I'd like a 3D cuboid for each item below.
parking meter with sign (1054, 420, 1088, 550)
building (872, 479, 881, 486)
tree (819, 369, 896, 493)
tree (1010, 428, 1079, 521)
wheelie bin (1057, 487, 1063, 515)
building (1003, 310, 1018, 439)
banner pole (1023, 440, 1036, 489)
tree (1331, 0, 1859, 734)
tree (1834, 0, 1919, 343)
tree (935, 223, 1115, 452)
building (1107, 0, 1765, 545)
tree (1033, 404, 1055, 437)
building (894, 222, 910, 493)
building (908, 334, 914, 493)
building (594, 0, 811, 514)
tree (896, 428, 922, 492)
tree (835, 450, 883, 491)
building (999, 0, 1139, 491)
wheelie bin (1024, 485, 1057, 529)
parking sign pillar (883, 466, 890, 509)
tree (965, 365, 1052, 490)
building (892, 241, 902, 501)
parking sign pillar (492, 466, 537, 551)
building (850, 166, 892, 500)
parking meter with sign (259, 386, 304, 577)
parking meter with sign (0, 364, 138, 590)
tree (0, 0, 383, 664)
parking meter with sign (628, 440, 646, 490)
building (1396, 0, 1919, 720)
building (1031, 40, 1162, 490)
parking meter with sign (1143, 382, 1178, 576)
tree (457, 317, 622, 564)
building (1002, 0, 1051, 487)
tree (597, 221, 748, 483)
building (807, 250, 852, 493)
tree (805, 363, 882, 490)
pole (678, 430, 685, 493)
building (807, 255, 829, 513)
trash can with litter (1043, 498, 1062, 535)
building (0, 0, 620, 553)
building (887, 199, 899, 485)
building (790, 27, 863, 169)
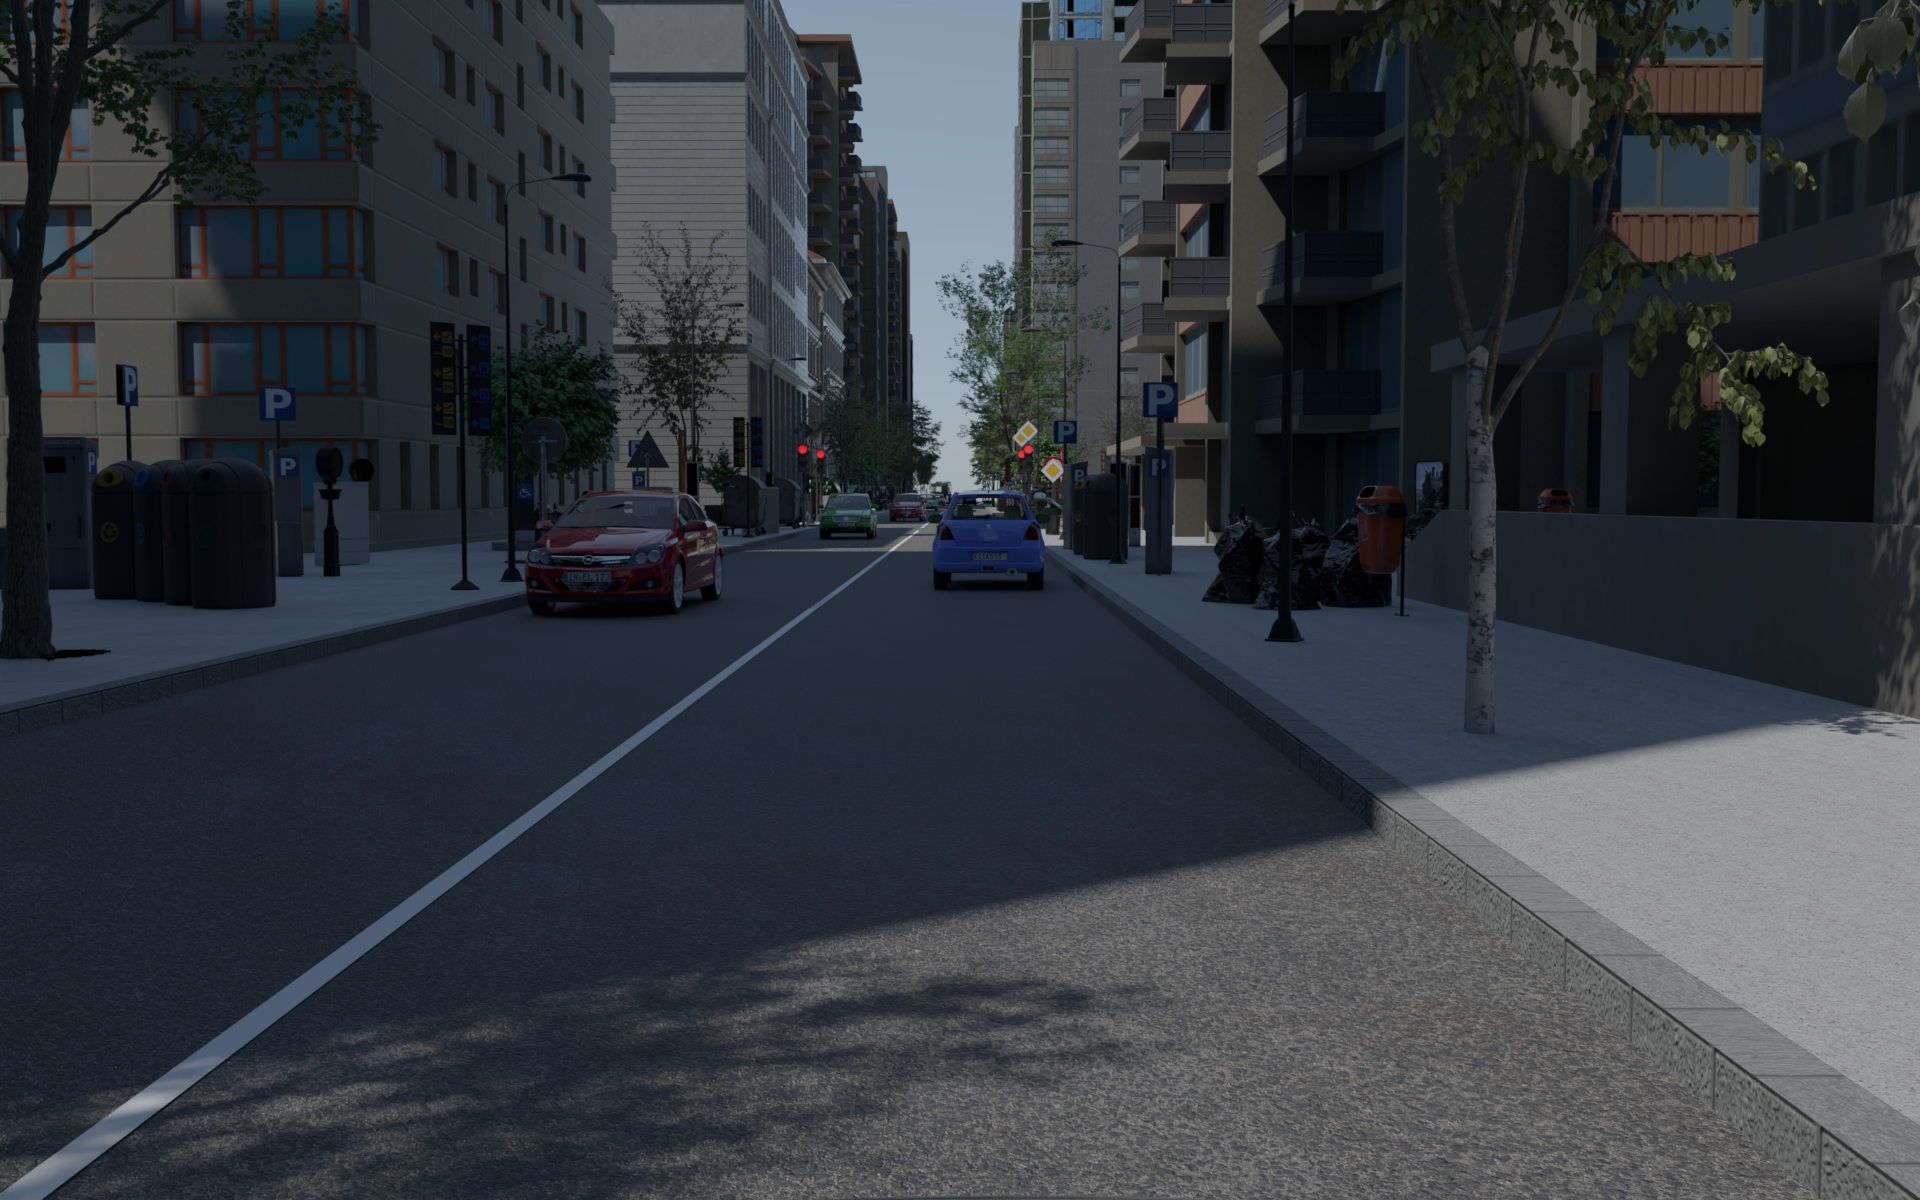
[{"bbox_3d":[2.661,-2.690,40.242,0.543,3.016,1.738,-1,4,-11],"label":"parking meter with sign"},{"bbox_3d":[-25.149,-30.514,190.792,32.217,40.220,23.993,0,4,0],"label":"building"},{"bbox_3d":[-6.667,-9.312,102.620,4.737,8.622,4.395,0,3,0],"label":"tree"},{"bbox_3d":[4.224,-6.109,83.603,4.285,4.588,4.351,0,3,0],"label":"tree"},{"bbox_3d":[3.926,-4.096,74.874,0.980,1.594,0.693,0,4,-7],"label":"wheelie bin"},{"bbox_3d":[13.721,-30.537,270.980,14.160,30.474,14.107,0,4,0],"label":"building"},{"bbox_3d":[3.249,-5.530,80.427,0.863,3.779,0.401,-1,4,-19],"label":"banner pole"},{"bbox_3d":[2.788,-3.576,8.833,4.737,8.622,4.395,0,3,0],"label":"tree"},{"bbox_3d":[2.710,-3.180,2.358,4.360,8.622,3.978,0,3,0],"label":"tree"},{"bbox_3d":[4.459,-16.272,121.934,12.611,20.169,13.585,0,3,0],"label":"tree"},{"bbox_3d":[16.026,-24.052,47.869,22.147,44.769,28.867,0,4,0],"label":"building"},{"bbox_3d":[7.424,-11.317,135.389,4.360,8.622,3.978,0,3,0],"label":"tree"},{"bbox_3d":[-15.343,-38.887,285.907,14.600,45.320,14.200,0,4,0],"label":"building"},{"bbox_3d":[-15.330,-32.369,300.932,14.160,30.474,14.107,0,4,0],"label":"building"},{"bbox_3d":[-14.770,-19.181,91.109,11.434,29.767,29.804,0,4,0],"label":"building"},{"bbox_3d":[-6.267,-11.512,138.581,4.737,8.622,4.395,0,3,0],"label":"tree"},{"bbox_3d":[-7.062,-8.401,121.062,4.285,4.588,4.351,0,3,0],"label":"tree"},{"bbox_3d":[18.020,-59.883,291.764,22.319,86.520,31.000,0,4,0],"label":"building"},{"bbox_3d":[2.904,-3.397,63.454,0.693,1.594,0.980,-2,4,-27],"label":"wheelie bin"},{"bbox_3d":[-6.181,-9.755,147.965,1.447,3.967,1.447,0,4,-1],"label":"parking sign pillar"},{"bbox_3d":[4.309,-14.195,150.221,7.486,12.596,7.792,0,3,0],"label":"tree"},{"bbox_3d":[-16.396,-35.983,271.920,14.154,41.232,14.086,0,4,0],"label":"building"},{"bbox_3d":[-10.018,-3.133,39.692,1.447,3.967,1.447,-1,4,-17],"label":"parking sign pillar"},{"bbox_3d":[-16.021,-32.179,209.728,14.154,41.232,14.086,0,4,0],"label":"building"},{"bbox_3d":[-10.726,-1.911,27.499,0.543,3.016,1.738,-2,4,-27],"label":"parking meter with sign"},{"bbox_3d":[-12.081,-1.660,23.407,1.738,3.016,0.543,0,4,-6],"label":"parking meter with sign"},{"bbox_3d":[-7.189,-5.353,13.283,9.928,11.665,9.643,0,3,0],"label":"tree"},{"bbox_3d":[-10.271,-3.608,55.252,0.543,3.016,1.738,-1,4,-12],"label":"parking meter with sign"},{"bbox_3d":[21.582,-19.678,13.619,32.217,40.220,23.993,0,4,0],"label":"building"},{"bbox_3d":[13.553,-29.149,160.176,14.154,41.232,14.086,0,4,0],"label":"building"},{"bbox_3d":[3.223,-1.933,27.864,0.543,3.016,1.738,0,4,7],"label":"parking meter with sign"},{"bbox_3d":[-7.817,-2.983,32.491,4.285,4.588,4.351,0,3,0],"label":"tree"},{"bbox_3d":[16.705,-49.768,251.961,20.563,71.187,20.611,0,4,0],"label":"building"},{"bbox_3d":[-7.420,-5.850,46.006,4.360,8.622,3.978,0,3,0],"label":"tree"},{"bbox_3d":[-15.018,-18.394,136.900,11.583,22.565,21.152,0,4,0],"label":"building"},{"bbox_3d":[-6.683,-8.964,96.918,4.360,8.622,3.978,0,3,0],"label":"tree"},{"bbox_3d":[-8.854,-3.749,55.144,0.158,3.312,0.155,0,3,0],"label":"pole"},{"bbox_3d":[-14.806,-15.425,116.824,10.561,19.102,19.286,0,4,0],"label":"building"},{"bbox_3d":[3.134,-2.611,54.081,1.055,1.170,0.624,1,4,20],"label":"trash can with litter"},{"bbox_3d":[-27.283,-12.584,50.785,28.899,21.520,27.650,0,4,0],"label":"building"},{"bbox_3d":[-20.187,-36.409,249.908,22.147,44.769,28.867,0,4,0],"label":"building"},{"bbox_3d":[-20.591,-31.121,163.446,22.147,44.769,28.867,0,4,0],"label":"building"}]
